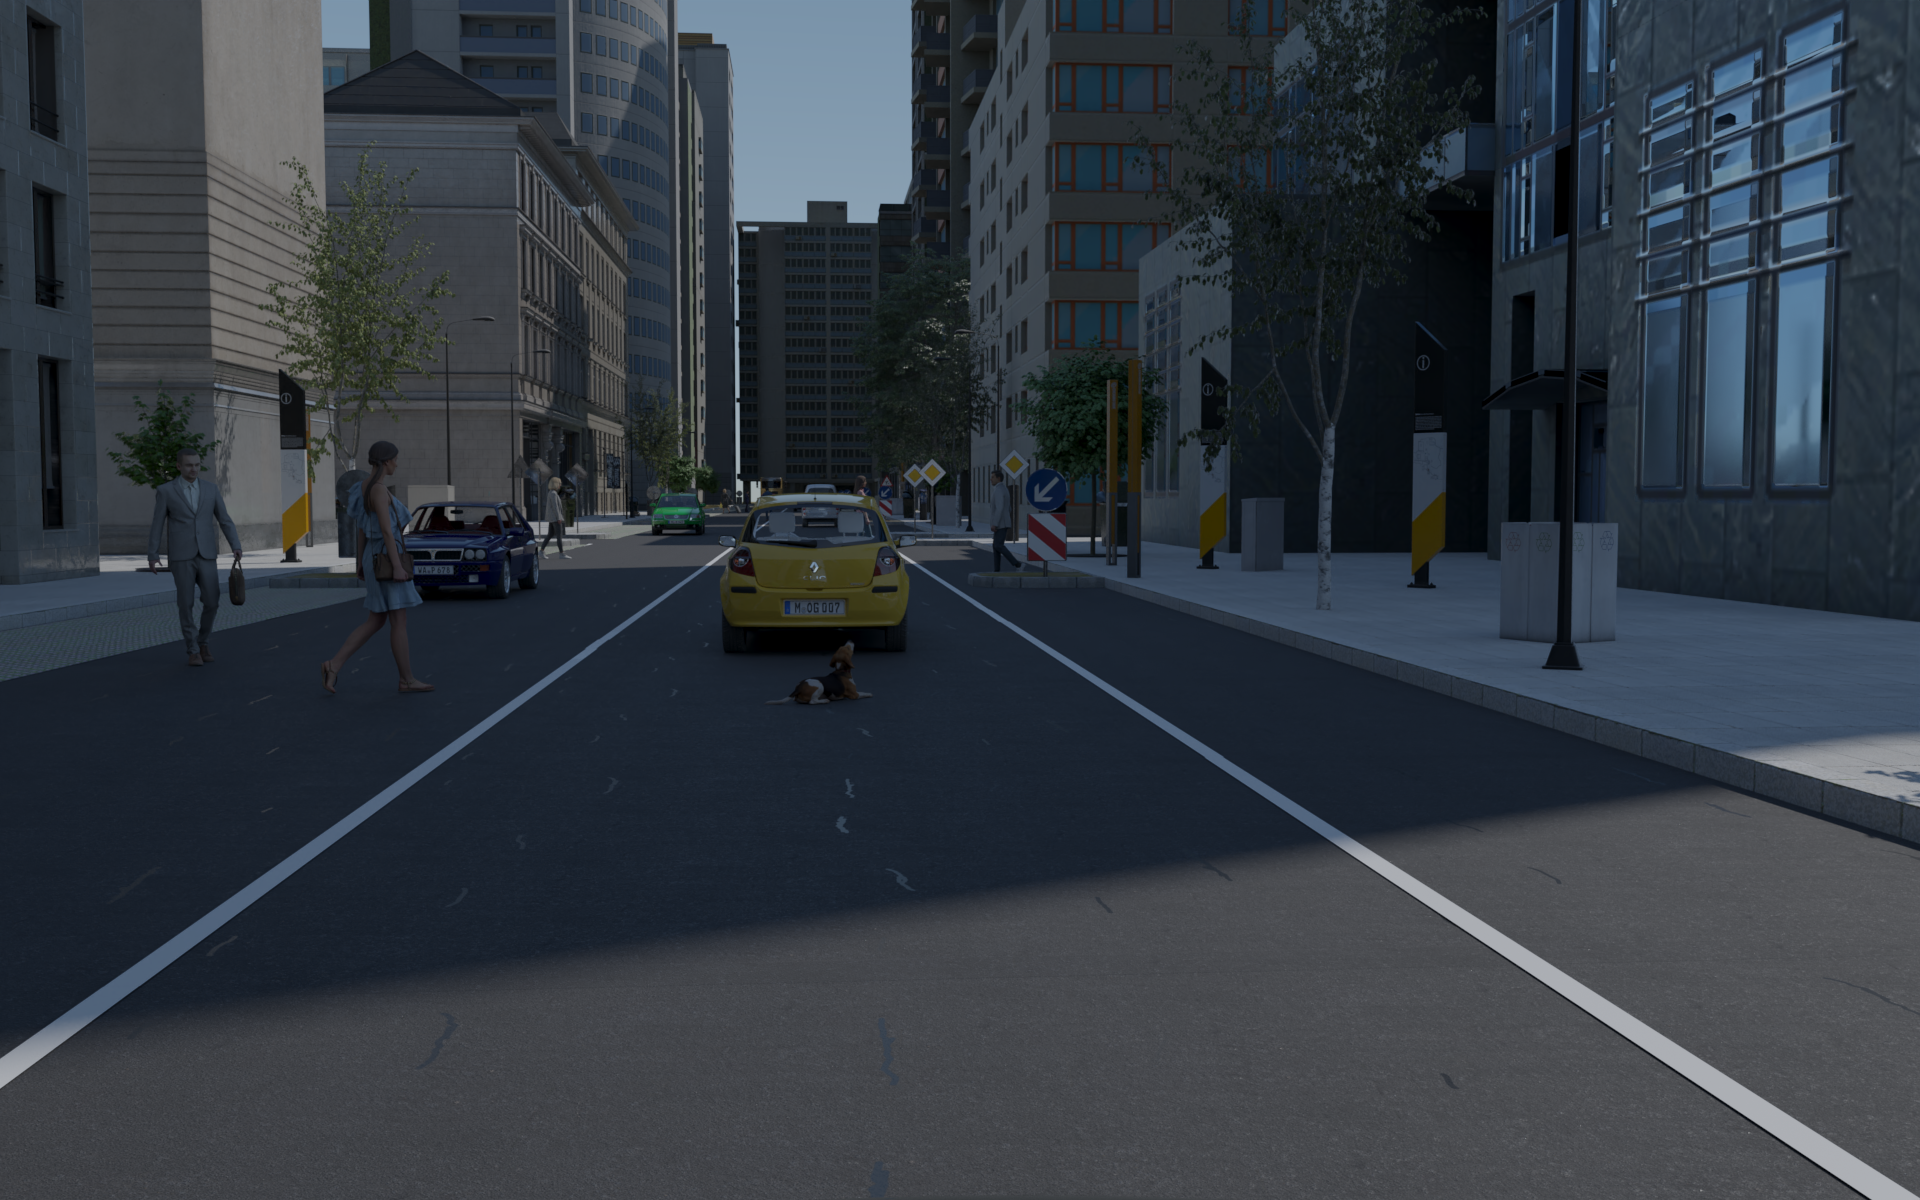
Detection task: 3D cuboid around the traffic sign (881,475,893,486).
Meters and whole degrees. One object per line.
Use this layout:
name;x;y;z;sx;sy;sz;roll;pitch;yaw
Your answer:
traffic sign;-5.003;-7.250;118.536;0.884;2.594;0.081;0;4;-1

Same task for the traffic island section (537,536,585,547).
traffic island section;-11.711;-1.584;48.183;2.009;0.180;2.903;0;4;-5

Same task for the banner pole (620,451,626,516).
banner pole;-19.980;-6.826;101.628;0.863;3.779;0.401;-1;4;-8

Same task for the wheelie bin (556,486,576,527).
wheelie bin;-15.225;-3.607;66.883;0.693;1.594;0.980;1;4;23

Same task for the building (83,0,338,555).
building;-24.971;-11.666;39.895;18.267;20.994;9.793;0;4;-5

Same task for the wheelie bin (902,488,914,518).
wheelie bin;-2.726;-5.158;92.235;0.693;1.594;0.980;0;4;8

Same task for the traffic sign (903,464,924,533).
traffic sign;-1.487;-3.264;57.016;0.795;2.450;0.064;0;4;-5

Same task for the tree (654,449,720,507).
tree;-20.622;-8.678;125.596;4.285;4.588;4.351;0;3;0

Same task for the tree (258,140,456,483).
tree;-12.936;-5.291;36.873;4.737;8.622;4.395;0;3;0

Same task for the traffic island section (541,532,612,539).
traffic island section;-12.413;-2.071;56.137;2.009;0.180;2.903;0;4;-5

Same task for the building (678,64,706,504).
building;-39.602;-34.775;192.277;21.600;48.544;21.300;0;4;-5

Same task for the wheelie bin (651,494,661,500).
wheelie bin;-18.711;-6.048;106.789;0.693;1.594;0.980;0;4;6

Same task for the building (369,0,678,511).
building;-34.774;-36.747;142.812;21.231;58.520;28.212;0;4;-5

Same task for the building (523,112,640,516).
building;-30.116;-17.020;111.568;16.112;22.955;30.059;0;4;-5

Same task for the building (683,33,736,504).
building;-43.433;-41.732;224.314;28.212;58.520;21.231;0;4;-5

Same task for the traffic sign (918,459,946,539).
traffic sign;-0.784;-2.778;49.062;0.795;2.450;0.064;0;4;-5

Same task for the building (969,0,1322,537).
building;16.025;-13.769;70.161;28.899;21.520;27.650;0;4;-5

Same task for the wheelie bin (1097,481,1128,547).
wheelie bin;3.764;-2.110;42.404;0.980;1.594;0.693;-1;4;-13

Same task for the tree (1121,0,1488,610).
tree;4.001;-4.211;19.216;4.360;8.622;3.978;0;3;0

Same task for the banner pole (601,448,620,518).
banner pole;-19.041;-6.337;93.625;0.401;3.779;0.863;3;5;43

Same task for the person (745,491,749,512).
person;-16.844;-7.806;137.052;0.530;1.710;0.541;1;4;19

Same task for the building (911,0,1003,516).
building;8.322;-27.777;108.774;22.147;44.769;28.867;0;4;-5

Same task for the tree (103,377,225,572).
tree;-13.282;-2.099;28.916;1.663;3.219;1.824;0;3;0

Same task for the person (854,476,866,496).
person;-2.079;-1.749;37.106;0.388;1.821;0.555;-2;4;-30

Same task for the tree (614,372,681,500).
tree;-18.722;-9.419;104.357;4.360;8.622;3.978;0;3;0

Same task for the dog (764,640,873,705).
dog;-0.981;0.500;12.025;0.748;0.427;0.550;0;4;-2

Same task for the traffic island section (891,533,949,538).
traffic island section;-1.464;-2.129;57.095;2.009;0.180;2.903;0;4;-5

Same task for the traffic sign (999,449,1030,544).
traffic sign;1.391;-2.646;44.448;0.795;2.450;0.064;0;4;-1

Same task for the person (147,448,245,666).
person;-6.395;-0.360;14.503;0.709;1.813;0.853;-3;5;-41

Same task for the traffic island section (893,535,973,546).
traffic island section;-0.762;-1.643;49.141;2.009;0.180;2.903;0;4;-5

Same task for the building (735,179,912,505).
building;-17.790;-33.056;232.347;23.993;40.220;32.217;0;4;-5

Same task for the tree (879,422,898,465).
tree;-4.163;-10.755;126.214;4.360;8.622;3.978;0;3;0

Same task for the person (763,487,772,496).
person;-10.219;-5.122;92.425;0.721;1.800;0.419;-1;4;-16

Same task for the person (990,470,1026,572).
person;0.760;-1.279;29.265;0.795;1.843;0.661;1;4;15

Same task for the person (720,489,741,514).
person;-16.837;-7.218;126.730;1.509;1.804;0.699;1;4;12

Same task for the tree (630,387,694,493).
tree;-20.257;-10.249;117.939;4.737;8.622;4.395;0;3;0

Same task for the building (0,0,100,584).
building;-17.982;-9.977;17.871;10.420;20.320;16.860;0;4;-5

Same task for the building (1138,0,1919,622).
building;17.384;-43.926;30.860;22.319;86.520;31.000;0;4;-5

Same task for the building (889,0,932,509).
building;4.265;-43.868;155.491;20.563;71.187;20.611;0;4;-5

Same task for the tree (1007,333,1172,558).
tree;2.658;-3.169;35.533;4.285;4.588;4.351;0;3;0

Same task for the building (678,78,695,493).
building;-32.897;-29.426;164.703;14.154;41.232;14.086;0;4;-5

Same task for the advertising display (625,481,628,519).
advertising display;-16.976;-5.074;88.168;0.123;1.923;0.974;-1;4;-11

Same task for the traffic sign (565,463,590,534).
traffic sign;-12.390;-3.207;56.077;0.795;2.450;0.064;0;4;-5

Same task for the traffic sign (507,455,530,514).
traffic sign;-14.495;-3.495;57.139;0.884;2.594;0.081;0;4;0

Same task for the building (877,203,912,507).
building;-1.356;-24.648;174.701;14.160;30.474;14.107;0;4;-5

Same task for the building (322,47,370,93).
building;-65.468;-34.843;189.295;30.456;49.044;23.786;0;4;-5

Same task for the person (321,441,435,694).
person;-4.147;-0.230;12.354;0.778;1.811;0.616;-2;4;-29

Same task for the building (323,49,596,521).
building;-23.845;-13.819;76.844;10.553;20.767;40.483;0;4;-5

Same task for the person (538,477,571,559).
person;-8.995;-1.813;38.323;0.728;1.800;0.709;-1;4;-17

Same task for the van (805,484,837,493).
van;-6.108;-4.227;76.126;2.013;2.044;4.112;0;4;-4

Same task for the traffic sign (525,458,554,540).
traffic sign;-11.688;-2.721;48.123;0.795;2.450;0.064;0;4;-5
